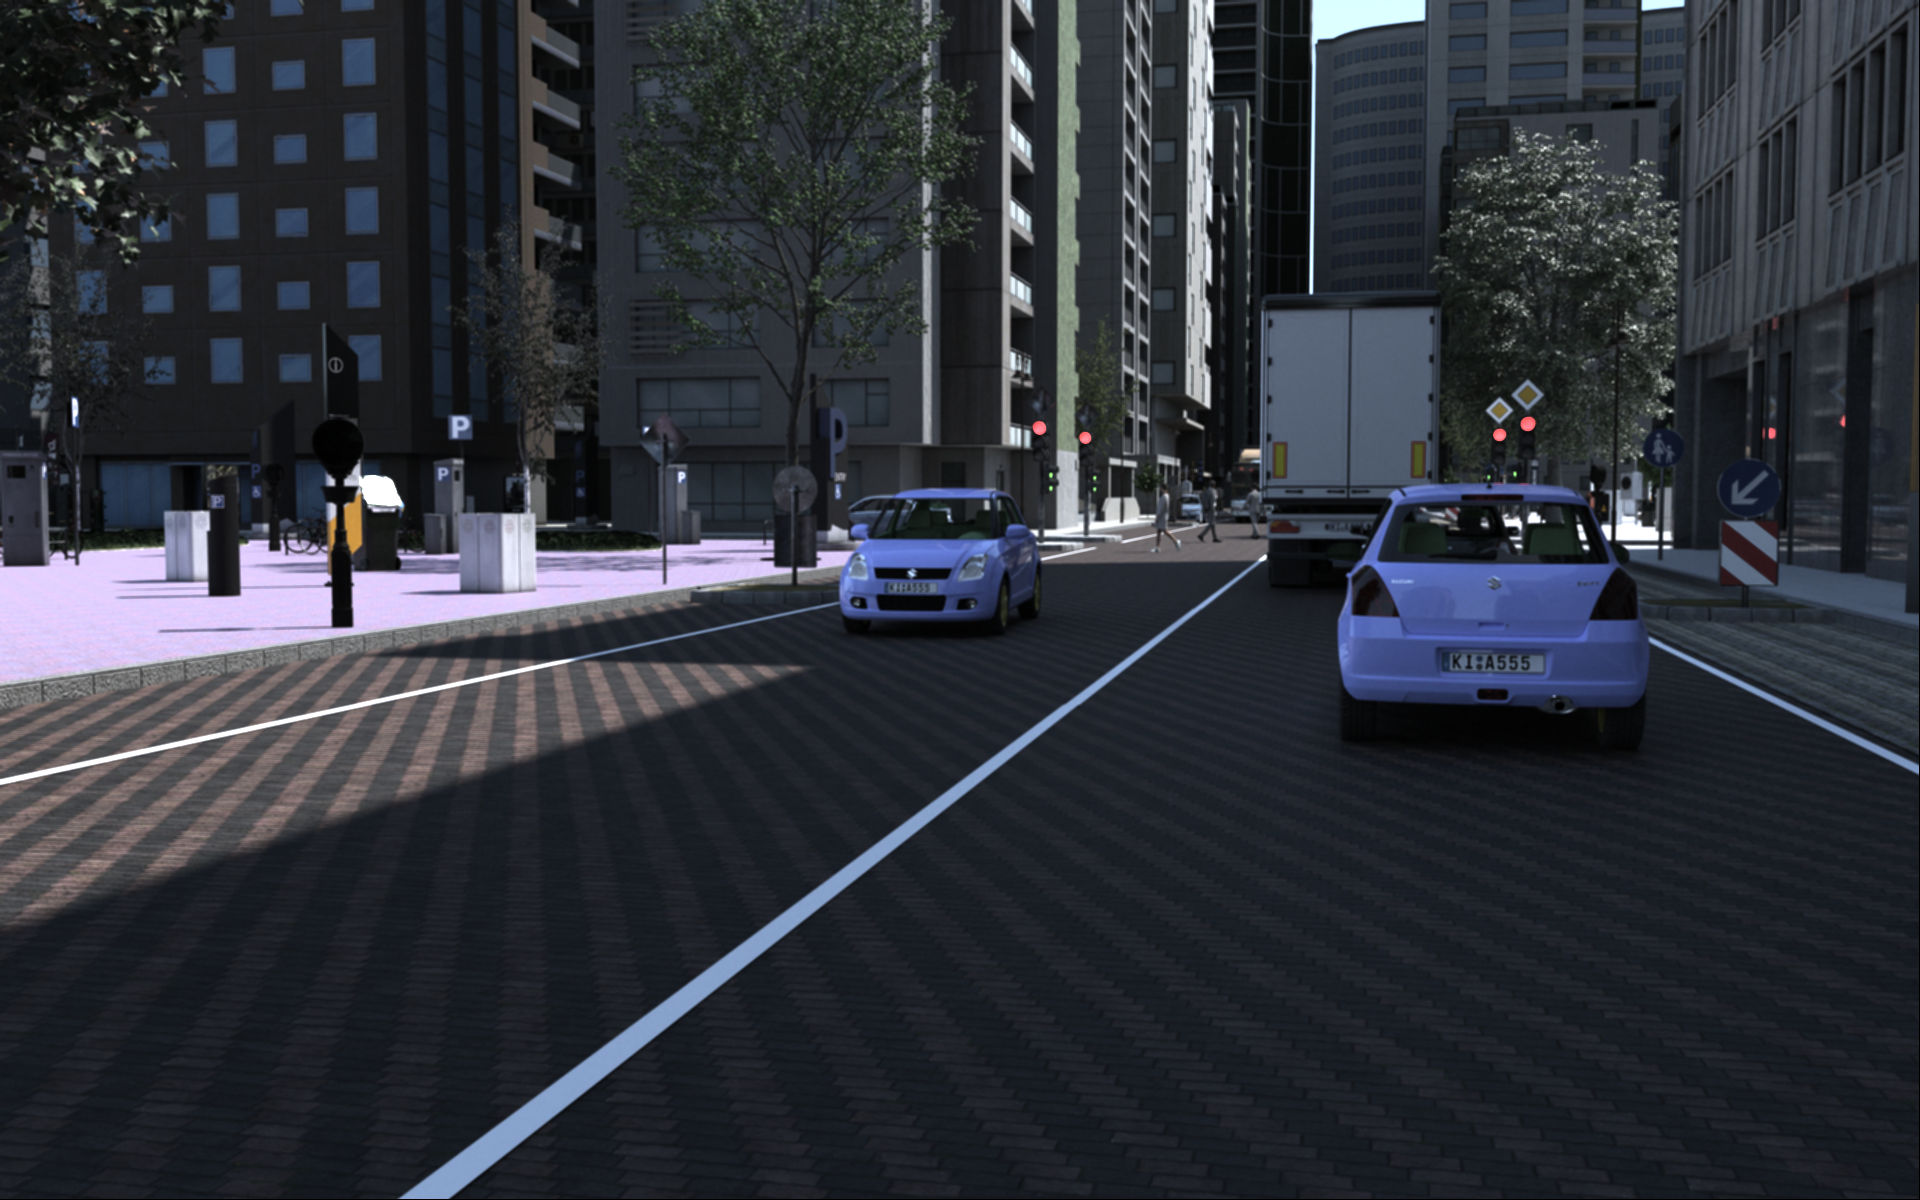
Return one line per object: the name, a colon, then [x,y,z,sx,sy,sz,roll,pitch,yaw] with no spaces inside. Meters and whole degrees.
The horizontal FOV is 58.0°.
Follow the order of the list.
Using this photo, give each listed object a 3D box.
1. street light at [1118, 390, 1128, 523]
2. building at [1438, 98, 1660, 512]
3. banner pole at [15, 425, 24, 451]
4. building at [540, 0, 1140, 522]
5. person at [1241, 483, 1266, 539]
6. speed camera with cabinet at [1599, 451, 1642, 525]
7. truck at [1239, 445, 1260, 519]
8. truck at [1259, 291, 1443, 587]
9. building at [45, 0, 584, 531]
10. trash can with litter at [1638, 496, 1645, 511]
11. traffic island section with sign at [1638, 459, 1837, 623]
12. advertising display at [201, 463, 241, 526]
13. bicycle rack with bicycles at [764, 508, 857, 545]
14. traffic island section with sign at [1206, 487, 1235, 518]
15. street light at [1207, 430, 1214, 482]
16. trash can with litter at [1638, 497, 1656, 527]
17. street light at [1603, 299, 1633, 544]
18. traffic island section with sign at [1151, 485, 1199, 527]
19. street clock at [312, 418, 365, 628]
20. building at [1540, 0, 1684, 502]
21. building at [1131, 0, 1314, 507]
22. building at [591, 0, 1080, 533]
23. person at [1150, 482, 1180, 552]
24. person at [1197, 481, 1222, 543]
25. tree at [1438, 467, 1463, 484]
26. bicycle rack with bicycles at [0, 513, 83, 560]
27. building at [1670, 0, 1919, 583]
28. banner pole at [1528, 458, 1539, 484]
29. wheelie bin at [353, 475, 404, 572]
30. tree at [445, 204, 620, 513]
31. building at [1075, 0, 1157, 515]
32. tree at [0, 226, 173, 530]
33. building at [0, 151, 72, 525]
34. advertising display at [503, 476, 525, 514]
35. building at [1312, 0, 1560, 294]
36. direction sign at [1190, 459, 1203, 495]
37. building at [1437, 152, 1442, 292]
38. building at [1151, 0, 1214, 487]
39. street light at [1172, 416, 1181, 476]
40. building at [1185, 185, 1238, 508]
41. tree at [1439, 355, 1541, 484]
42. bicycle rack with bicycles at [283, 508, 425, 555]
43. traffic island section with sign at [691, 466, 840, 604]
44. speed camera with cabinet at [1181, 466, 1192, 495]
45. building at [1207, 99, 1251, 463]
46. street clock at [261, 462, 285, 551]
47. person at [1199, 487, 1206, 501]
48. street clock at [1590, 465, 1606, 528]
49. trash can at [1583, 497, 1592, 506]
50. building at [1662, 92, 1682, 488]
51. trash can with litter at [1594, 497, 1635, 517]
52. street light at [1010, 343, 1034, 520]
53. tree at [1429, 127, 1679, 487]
street light: [7.220,-6.382,77.133,0.468,5.910,1.993,1,4,13]
building: [44.232,-21.987,131.182,14.160,30.474,14.107,1,4,13]
banner pole: [-33.983,-4.444,62.680,0.401,3.779,0.863,-3,5,-44]
building: [-7.464,-24.330,89.670,32.217,40.220,23.993,1,4,13]
person: [9.327,-2.818,54.849,0.678,1.792,0.850,-1,4,-18]
speed camera with cabinet: [27.554,-4.775,72.400,0.660,3.252,2.038,-1,4,-22]
truck: [17.859,-6.915,101.970,2.839,4.237,11.283,1,4,13]
truck: [6.611,-2.491,29.641,2.839,4.237,11.283,1,4,12]
building: [-24.234,-25.464,66.451,14.200,45.320,14.600,1,4,13]
trash can with litter: [38.156,-5.333,98.244,2.233,1.210,1.678,0,4,2]
traffic island section with sign: [8.898,-0.707,20.185,1.989,1.847,2.006,1,4,13]
advertising display: [-15.496,-1.905,36.364,0.123,1.923,0.974,1,4,19]
bicycle rack with bicycles: [-3.653,-1.883,44.172,2.852,0.926,2.925,1,4,16]
traffic island section with sign: [15.503,-5.805,103.538,1.989,1.847,2.006,1,4,13]
street light: [18.096,-9.335,125.422,0.468,5.910,1.993,1,4,13]
trash can with litter: [27.009,-3.428,67.431,1.055,1.170,0.624,0,4,0]
street light: [15.587,-4.181,41.147,0.468,5.910,1.993,1,4,13]
traffic island section with sign: [9.634,-4.196,77.227,1.989,1.847,2.006,1,4,13]
street clock: [-5.959,-0.739,16.657,0.471,2.002,0.358,-1,4,-16]
building: [85.707,-40.758,208.390,28.212,58.520,21.231,1,4,13]
building: [33.663,-47.739,218.788,20.611,71.187,20.563,1,4,13]
building: [-3.731,-23.092,61.156,14.154,41.232,14.086,1,4,13]
person: [5.059,-2.050,42.768,0.760,1.731,0.466,-1,4,-21]
person: [7.424,-2.610,51.268,0.850,1.850,0.679,-1,4,-17]
tree: [31.466,-7.160,111.667,1.663,3.219,1.824,0,3,0]
bicycle rack with bicycles: [-18.460,-1.235,33.574,2.852,0.926,2.925,2,4,34]
building: [20.432,-12.907,29.059,12.078,24.808,19.932,1,4,13]
banner pole: [35.157,-7.124,106.497,0.863,3.779,0.401,0,4,6]
wheelie bin: [-9.808,-1.285,28.924,0.693,1.594,0.980,3,5,43]
tree: [-11.090,-5.797,45.139,4.360,8.622,3.978,0,3,0]
building: [4.463,-41.517,117.058,20.563,71.187,20.611,1,4,13]
tree: [-23.998,-5.923,47.197,4.360,8.622,3.978,0,3,0]
building: [-51.753,-32.710,76.810,28.212,58.520,21.231,1,4,13]
advertising display: [-15.628,-3.403,60.856,0.123,1.923,0.974,2,4,35]
building: [57.978,-41.111,214.157,28.212,58.520,21.231,1,4,13]
direction sign: [15.362,-7.382,112.697,0.876,3.537,0.379,-1,4,-14]
building: [47.042,-22.831,144.984,14.160,30.474,14.107,1,4,13]
building: [6.429,-33.833,142.405,28.713,52.752,27.495,1,4,13]
street light: [12.602,-7.850,101.135,0.468,5.910,1.993,1,4,13]
building: [18.408,-23.882,162.176,14.160,30.474,14.107,1,4,13]
tree: [25.931,-8.094,82.704,4.737,8.622,4.395,0,3,0]
bicycle rack with bicycles: [-13.265,-1.460,37.255,2.925,0.926,2.852,1,4,11]
traffic island section with sign: [-2.373,-0.910,23.500,1.989,1.847,2.006,1,4,13]
speed camera with cabinet: [16.518,-7.752,121.078,2.038,3.252,0.660,1,4,22]
building: [21.692,-30.088,175.533,14.154,41.232,14.086,1,4,13]
street clock: [-15.435,-2.103,38.960,0.358,2.002,0.471,3,5,42]
person: [12.794,-5.020,90.849,0.520,1.790,0.573,1,4,15]
street clock: [15.775,-2.342,42.858,0.358,2.002,0.471,0,4,-1]
trash can: [26.342,-3.771,73.307,0.748,1.137,0.748,0,3,0]
building: [82.360,-32.449,180.659,14.200,45.320,14.600,1,4,13]
trash can with litter: [33.107,-4.761,88.902,2.233,1.210,1.678,-2,4,-31]
street light: [1.921,-4.928,53.361,0.468,5.910,1.993,1,4,13]
tree: [20.461,-9.343,59.421,9.857,13.997,8.962,0,3,0]
